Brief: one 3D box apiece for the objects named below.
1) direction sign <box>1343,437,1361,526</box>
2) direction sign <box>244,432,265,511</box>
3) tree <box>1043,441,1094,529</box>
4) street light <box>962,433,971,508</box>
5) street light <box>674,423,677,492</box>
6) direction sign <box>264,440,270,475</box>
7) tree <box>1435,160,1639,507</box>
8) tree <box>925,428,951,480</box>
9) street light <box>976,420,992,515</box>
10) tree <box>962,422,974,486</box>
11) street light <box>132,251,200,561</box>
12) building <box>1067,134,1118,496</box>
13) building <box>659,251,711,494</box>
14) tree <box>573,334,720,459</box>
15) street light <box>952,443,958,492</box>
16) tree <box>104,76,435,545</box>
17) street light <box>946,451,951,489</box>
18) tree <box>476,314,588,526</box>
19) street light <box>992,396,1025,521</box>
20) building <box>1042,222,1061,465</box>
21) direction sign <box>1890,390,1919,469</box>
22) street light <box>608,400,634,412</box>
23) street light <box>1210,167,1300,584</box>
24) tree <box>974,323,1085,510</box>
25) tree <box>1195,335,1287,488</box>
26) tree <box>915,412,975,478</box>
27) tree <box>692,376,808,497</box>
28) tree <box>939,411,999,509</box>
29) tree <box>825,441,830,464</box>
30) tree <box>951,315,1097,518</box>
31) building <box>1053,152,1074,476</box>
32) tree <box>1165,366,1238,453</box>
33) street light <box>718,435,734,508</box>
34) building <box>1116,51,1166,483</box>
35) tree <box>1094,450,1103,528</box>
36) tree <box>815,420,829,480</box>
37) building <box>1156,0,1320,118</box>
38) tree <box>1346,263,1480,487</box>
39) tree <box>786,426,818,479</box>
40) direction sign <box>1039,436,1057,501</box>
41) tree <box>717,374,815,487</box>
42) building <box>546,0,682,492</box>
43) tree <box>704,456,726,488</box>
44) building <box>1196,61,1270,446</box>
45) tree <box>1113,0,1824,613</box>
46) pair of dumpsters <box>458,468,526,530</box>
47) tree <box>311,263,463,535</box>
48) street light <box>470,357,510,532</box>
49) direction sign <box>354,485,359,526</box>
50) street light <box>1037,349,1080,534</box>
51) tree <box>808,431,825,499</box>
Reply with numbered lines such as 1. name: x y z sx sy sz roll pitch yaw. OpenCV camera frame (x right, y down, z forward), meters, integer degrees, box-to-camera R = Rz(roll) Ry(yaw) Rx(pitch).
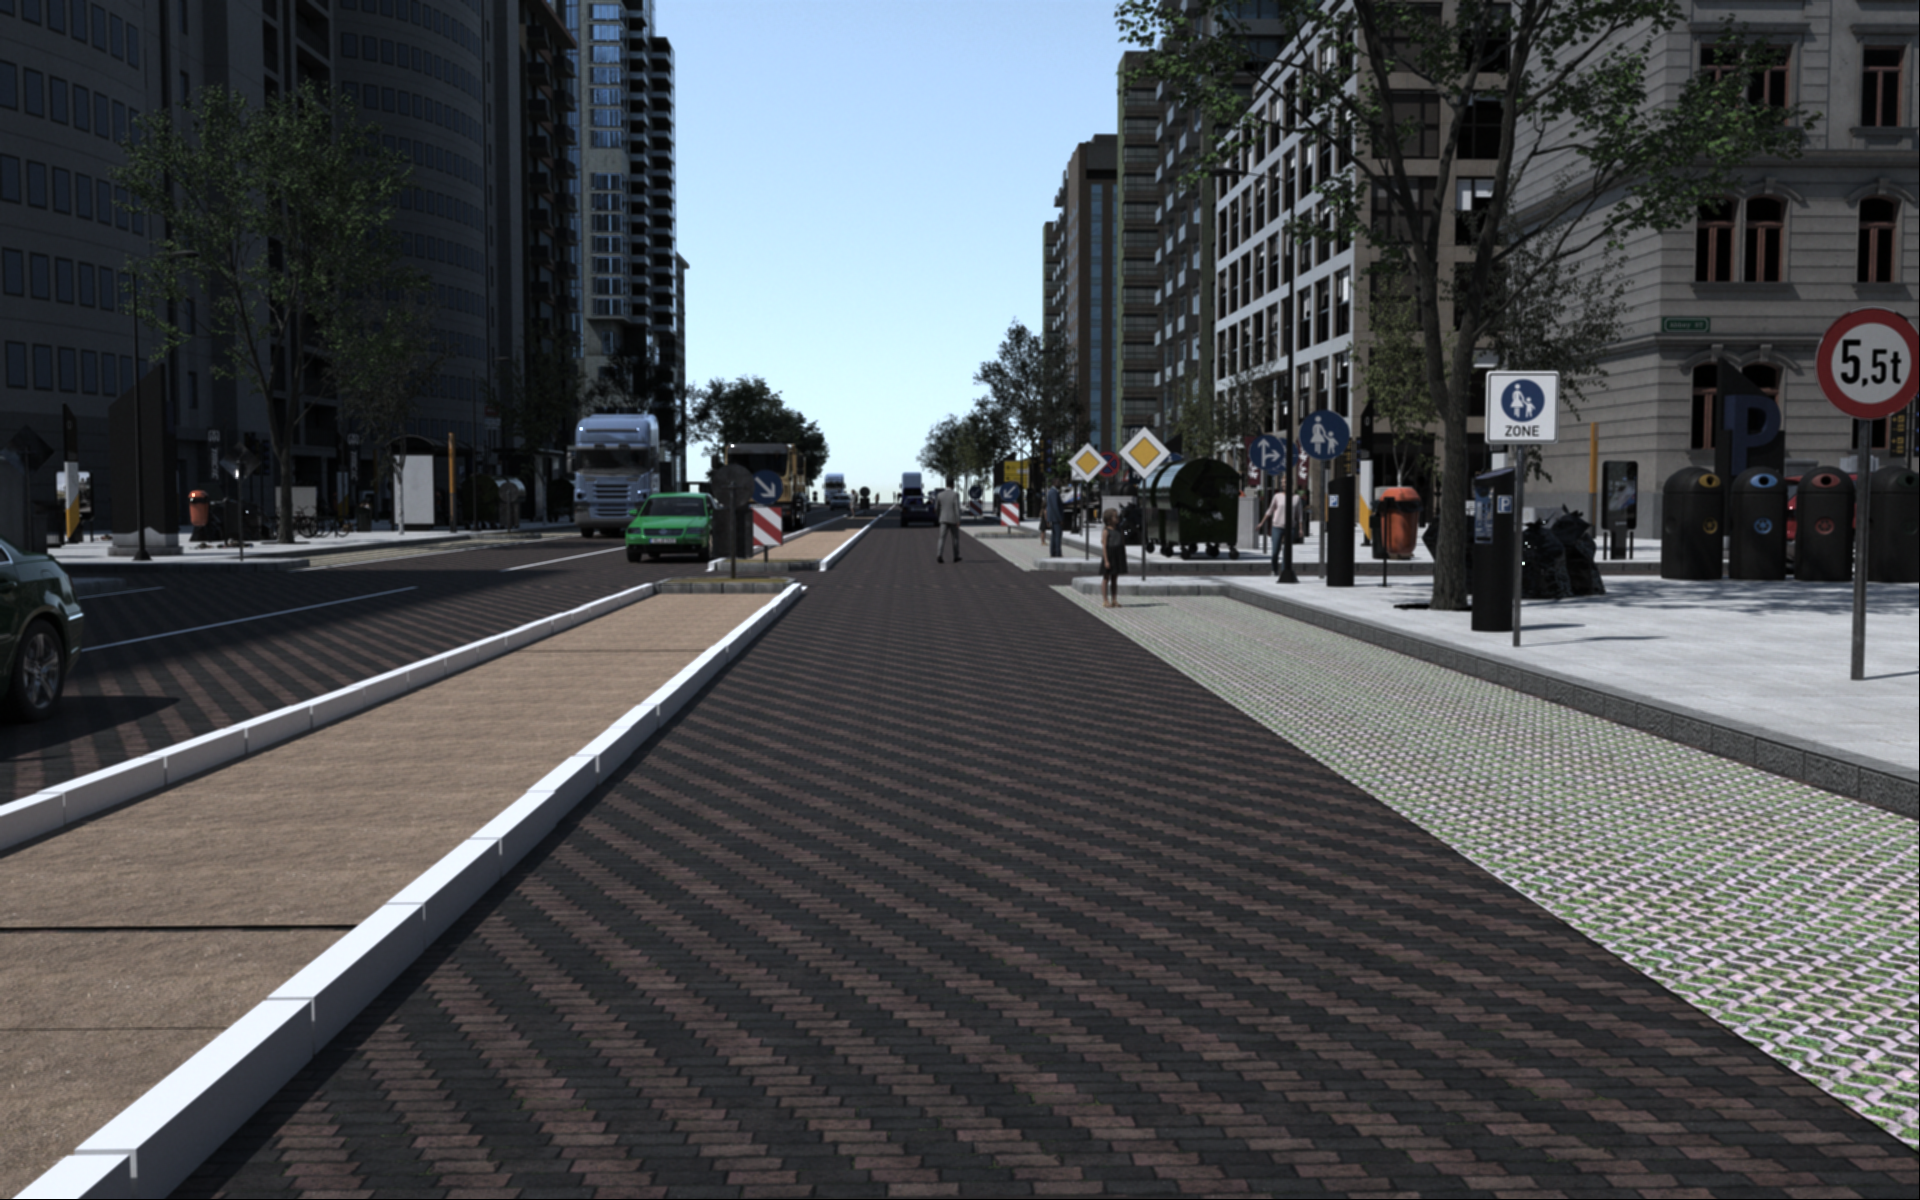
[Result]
1. direction sign: 15.646 -4.702 68.868 0.876 3.537 0.379 3 4 36
2. direction sign: -26.049 -4.382 63.637 0.876 3.537 0.379 3 5 44
3. tree: 3.783 -4.156 62.555 1.663 3.219 1.824 0 3 0
4. street light: 0.929 -9.785 132.527 1.470 5.913 1.316 0 4 -2
5. street light: -17.465 -8.374 109.463 1.470 5.913 1.316 0 4 -2
6. direction sign: -29.092 -4.903 72.161 0.379 3.537 0.876 2 4 23
7. tree: 12.612 -5.375 38.241 4.360 8.622 3.978 0 3 0
8. tree: 0.793 -16.109 197.787 7.601 10.594 8.767 1 4 16
9. street light: 1.585 -8.283 107.966 1.470 5.913 1.316 0 4 -2
10. tree: 2.412 -10.446 121.158 4.360 8.622 3.978 0 3 0
11. street light: -15.209 -3.709 33.189 1.470 5.913 1.316 0 4 -2
12. building: 20.928 -34.616 216.076 14.600 45.320 14.200 0 4 -2
13. building: -52.573 -34.073 248.973 32.217 40.220 23.993 0 4 -2
14. tree: -18.149 -10.155 100.447 8.767 10.594 7.601 -1 4 -11
15. street light: 0.143 -11.363 158.330 1.470 5.913 1.316 0 4 -2
16. tree: -17.358 -7.237 44.087 9.928 11.665 9.643 0 3 0
17. street light: -0.798 -12.984 184.827 1.470 5.913 1.316 0 4 -2
18. tree: -17.141 -7.341 70.382 4.737 8.622 4.395 0 3 0
19. street light: 2.386 -6.705 82.163 1.470 5.913 1.316 0 4 -2
20. building: 19.315 -35.345 261.478 14.154 41.232 14.086 0 4 -2
21. direction sign: 20.113 -2.734 36.704 0.379 3.537 0.876 -2 4 -28
22. street light: -16.797 -6.921 85.697 1.470 5.913 1.316 0 4 -2
23. street light: 4.194 -3.197 24.810 1.470 5.913 1.316 0 4 -2
24. tree: 3.503 -7.553 73.857 4.360 8.622 3.978 0 3 0
25. tree: 12.966 -7.897 79.476 4.360 8.622 3.978 0 3 0
26. tree: -1.614 -21.224 257.380 12.009 13.543 11.850 0 3 0
27. tree: -20.326 -13.926 153.451 9.928 11.665 9.643 0 3 0
28. tree: 1.220 -12.471 154.260 4.737 8.622 4.395 0 3 0
29. tree: -23.688 -20.936 268.057 9.928 11.665 9.643 0 3 0
30. tree: 3.651 -9.575 90.957 7.601 10.594 8.767 0 4 3
31. building: 24.585 -37.863 238.661 23.786 49.044 30.456 0 4 -2
32. tree: 13.567 -9.086 98.920 4.737 8.622 4.395 0 3 0
33. street light: -18.334 -9.959 135.374 1.470 5.913 1.316 0 4 -2
34. building: 21.637 -29.382 163.986 14.154 41.232 14.086 0 4 -2
35. tree: 4.666 -4.410 66.701 1.663 3.219 1.824 0 3 0
36. tree: -23.844 -21.364 255.953 9.857 13.997 8.962 0 3 0
37. building: 28.171 -31.919 141.481 23.786 49.044 30.456 0 4 -2
38. tree: 14.129 -6.403 55.044 4.737 8.622 4.395 0 3 0
39. tree: -22.699 -18.384 234.986 7.601 10.594 8.767 -1 4 -15
40. direction sign: 3.365 -4.666 68.283 0.379 3.537 0.876 -2 4 -30
41. tree: -21.222 -16.870 182.471 9.857 13.997 8.962 0 3 0
42. building: -46.967 -55.487 219.882 22.319 86.520 31.000 0 4 -2
43. tree: -19.705 -9.878 145.212 4.285 4.588 4.351 0 3 0
44. building: 23.316 -21.271 119.484 14.160 30.474 14.107 0 4 -2
45. tree: 5.344 -5.687 18.742 9.928 11.665 9.643 0 3 0
46. pair of dumpsters: -17.019 -3.703 63.039 1.574 2.255 4.437 0 4 -2
47. tree: -17.909 -6.369 54.498 4.360 8.622 3.978 0 3 0
48. street light: -15.987 -5.288 58.992 1.470 5.913 1.316 0 4 -2
49. direction sign: -24.326 -4.768 69.947 0.379 3.537 0.876 0 4 -6
50. street light: 3.183 -5.091 55.777 1.470 5.913 1.316 0 4 -2
51. tree: -22.123 -17.015 203.945 9.928 11.665 9.643 0 3 0
